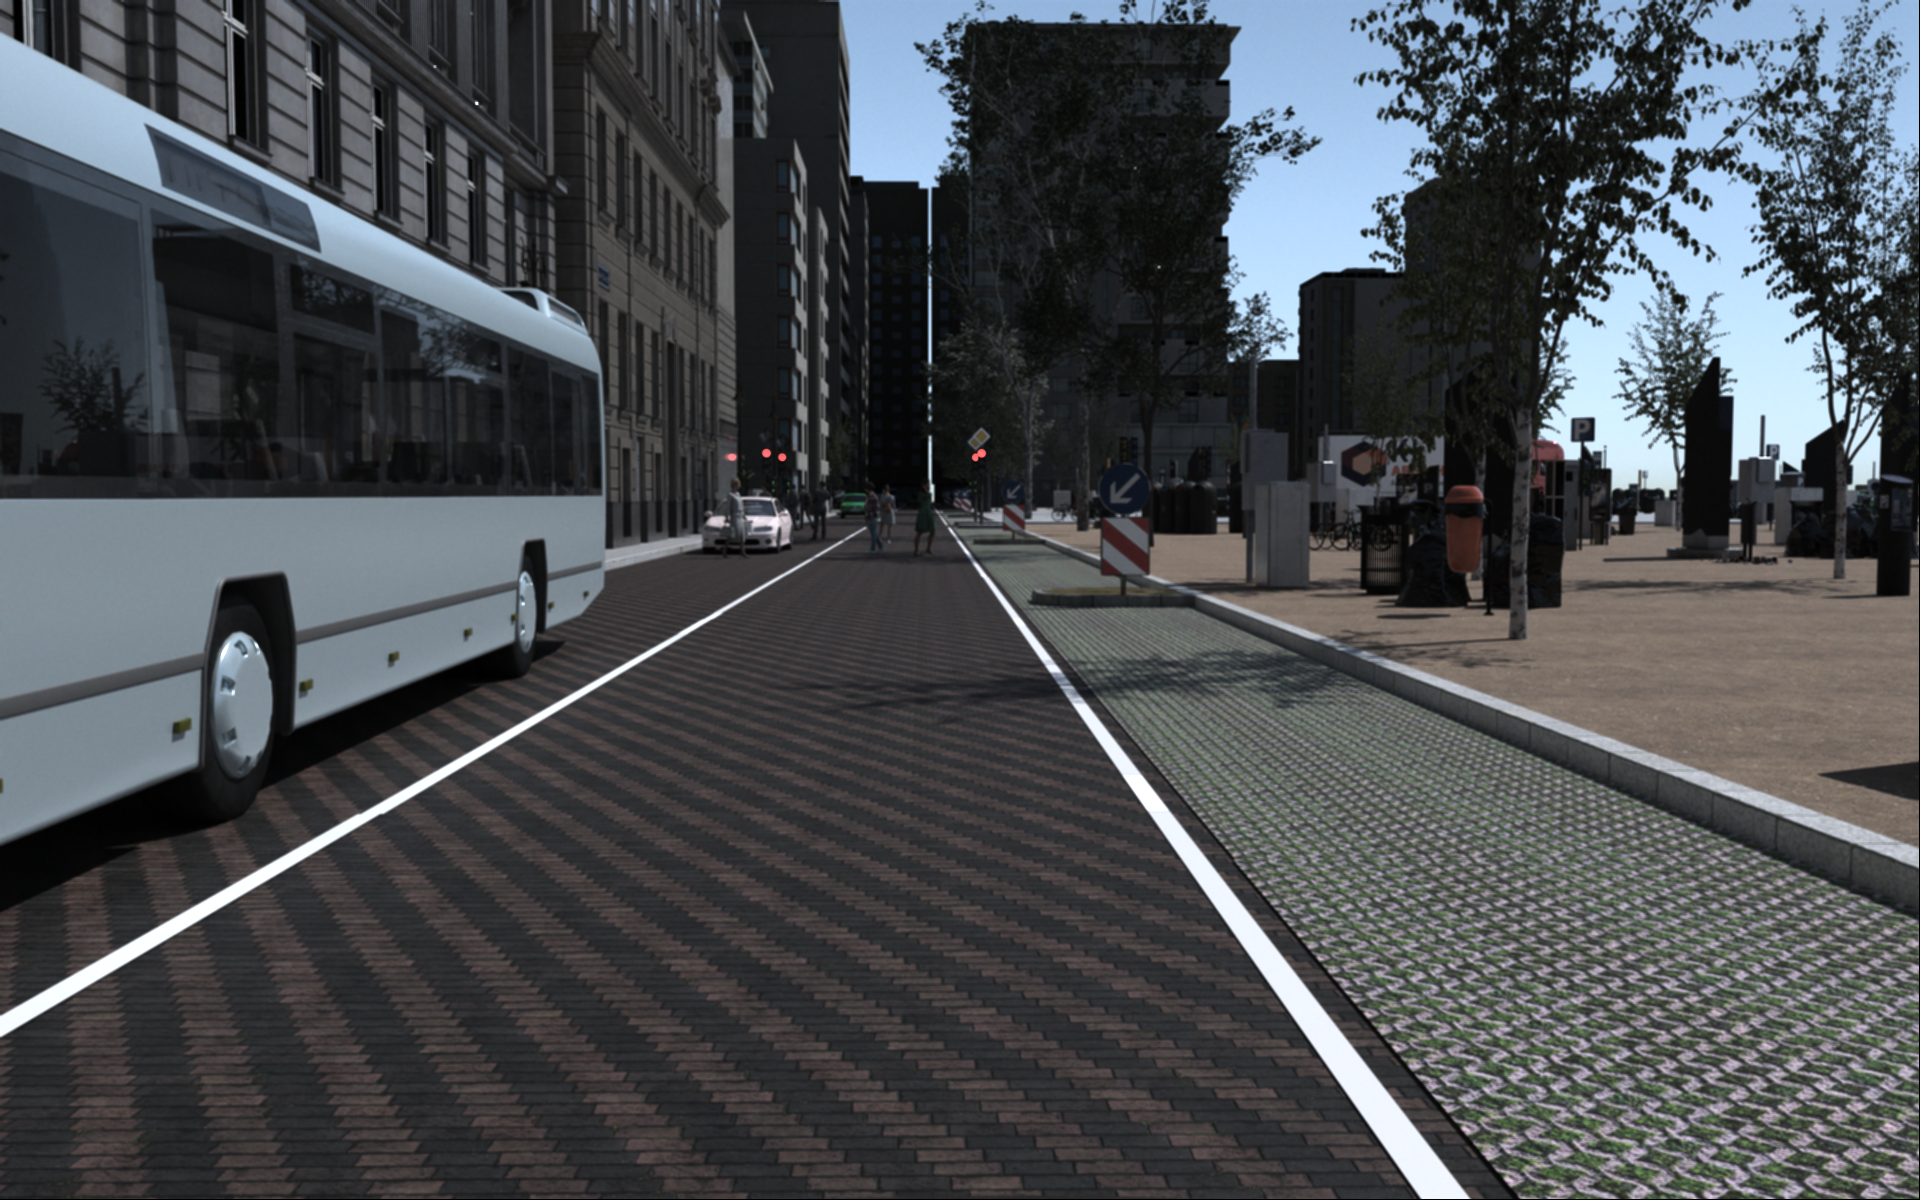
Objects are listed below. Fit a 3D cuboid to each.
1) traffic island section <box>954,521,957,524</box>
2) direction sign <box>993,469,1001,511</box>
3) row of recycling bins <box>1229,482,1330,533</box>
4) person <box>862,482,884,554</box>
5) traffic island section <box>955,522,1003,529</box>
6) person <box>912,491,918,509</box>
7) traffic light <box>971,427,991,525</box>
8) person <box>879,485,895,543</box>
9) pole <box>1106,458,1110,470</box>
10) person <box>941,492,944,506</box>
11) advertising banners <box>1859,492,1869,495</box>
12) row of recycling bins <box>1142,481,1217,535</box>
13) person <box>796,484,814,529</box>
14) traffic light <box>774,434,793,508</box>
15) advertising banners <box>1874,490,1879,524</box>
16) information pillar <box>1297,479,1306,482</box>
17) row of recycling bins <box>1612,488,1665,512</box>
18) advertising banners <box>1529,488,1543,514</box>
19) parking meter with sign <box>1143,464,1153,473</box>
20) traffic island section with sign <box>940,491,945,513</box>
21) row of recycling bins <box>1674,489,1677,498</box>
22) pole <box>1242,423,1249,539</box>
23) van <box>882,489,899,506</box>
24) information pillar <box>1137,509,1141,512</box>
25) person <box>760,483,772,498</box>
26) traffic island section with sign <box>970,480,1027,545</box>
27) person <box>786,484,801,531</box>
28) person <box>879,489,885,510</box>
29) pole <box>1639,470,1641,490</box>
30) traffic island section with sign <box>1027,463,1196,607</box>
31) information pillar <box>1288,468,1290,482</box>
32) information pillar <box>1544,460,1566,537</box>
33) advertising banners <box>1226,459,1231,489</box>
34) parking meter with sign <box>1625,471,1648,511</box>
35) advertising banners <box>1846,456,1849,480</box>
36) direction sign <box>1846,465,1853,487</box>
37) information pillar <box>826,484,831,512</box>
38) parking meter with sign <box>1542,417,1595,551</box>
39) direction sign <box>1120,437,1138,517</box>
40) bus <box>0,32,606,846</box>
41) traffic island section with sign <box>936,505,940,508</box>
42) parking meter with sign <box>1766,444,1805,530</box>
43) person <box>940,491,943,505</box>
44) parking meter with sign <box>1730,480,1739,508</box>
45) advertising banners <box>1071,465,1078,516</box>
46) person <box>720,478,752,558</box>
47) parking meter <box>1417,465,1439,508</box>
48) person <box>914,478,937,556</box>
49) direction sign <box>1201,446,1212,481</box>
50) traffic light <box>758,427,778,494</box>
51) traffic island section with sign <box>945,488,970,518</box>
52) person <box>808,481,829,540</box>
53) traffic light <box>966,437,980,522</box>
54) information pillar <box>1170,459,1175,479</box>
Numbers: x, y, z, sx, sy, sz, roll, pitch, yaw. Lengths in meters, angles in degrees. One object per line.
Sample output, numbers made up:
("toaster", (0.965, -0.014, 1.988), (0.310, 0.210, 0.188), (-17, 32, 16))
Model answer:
("traffic island section", (0.753, -3.568, 80.620), (2.009, 0.180, 2.903), (0, 4, -1))
("direction sign", (2.810, -8.545, 131.711), (0.876, 3.537, 0.379), (-3, 5, -42))
("row of recycling bins", (10.648, -3.079, 57.448), (3.534, 1.692, 1.069), (-1, 4, -16))
("person", (-2.083, -1.977, 41.655), (0.643, 1.720, 0.563), (-1, 4, -18))
("traffic island section", (0.919, -3.080, 72.637), (2.009, 0.180, 2.903), (0, 4, -1))
("person", (-4.206, -9.446, 163.765), (0.721, 1.723, 1.217), (2, 4, 33))
("traffic light", (0.879, -5.113, 72.522), (0.839, 4.253, 0.868), (0, 4, -1))
("person", (-2.140, -2.518, 50.680), (0.512, 1.701, 0.522), (-1, 4, -14))
("pole", (8.407, -6.389, 98.302), (0.158, 3.312, 0.155), (0, 3, 0))
("person", (-1.985, -11.372, 195.364), (0.436, 1.711, 0.756), (0, 4, 6))
("advertising banners", (49.778, -5.971, 93.812), (2.074, 3.025, 0.090), (1, 4, 18))
("row of recycling bins", (7.133, -3.011, 56.347), (1.069, 1.692, 3.534), (-2, 4, -29))
("person", (-6.354, -3.804, 70.656), (0.622, 1.834, 0.822), (-3, 4, -38))
("traffic light", (-8.196, -5.589, 80.306), (0.839, 4.253, 0.868), (0, 4, -1))
("advertising banners", (32.538, -3.964, 61.003), (0.090, 3.025, 2.074), (1, 4, 13))
("information pillar", (16.759, -4.925, 85.021), (0.304, 2.012, 0.304), (-2, 4, -34))
("row of recycling bins", (48.354, -7.121, 123.547), (3.534, 1.692, 1.069), (1, 4, 11))
("advertising banners", (36.909, -7.142, 112.962), (2.074, 3.025, 0.090), (0, 4, -7))
("parking meter with sign", (10.797, -6.341, 99.934), (0.543, 3.016, 1.738), (0, 4, 2))
("traffic island section with sign", (-0.315, -7.576, 132.488), (1.989, 1.847, 2.006), (0, 4, -1))
("row of recycling bins", (64.624, -8.918, 152.927), (3.534, 1.692, 1.069), (1, 4, 13))
("pole", (8.239, -3.428, 49.892), (0.158, 3.312, 0.155), (0, 3, 0))
("van", (-8.279, -12.255, 204.755), (2.240, 2.365, 5.245), (0, 4, -1))
("information pillar", (12.763, -7.288, 123.658), (0.304, 2.012, 0.304), (1, 4, 17))
("person", (-6.512, -2.956, 57.169), (0.599, 1.781, 0.374), (1, 4, 22))
("traffic island section with sign", (1.393, -2.508, 49.635), (1.989, 1.847, 2.006), (0, 4, -1))
("person", (-6.508, -3.614, 67.684), (0.679, 1.850, 0.850), (3, 5, 43))
("person", (-5.202, -6.685, 118.292), (0.782, 1.767, 0.515), (2, 4, 28))
("pole", (57.748, -9.377, 147.156), (0.158, 3.312, 0.155), (0, 3, 0))
("traffic island section with sign", (1.961, -0.860, 22.686), (1.989, 1.847, 2.006), (0, 4, -1))
("information pillar", (26.994, -9.244, 142.501), (0.183, 3.616, 0.504), (-1, 4, -22))
("information pillar", (12.722, -1.991, 37.047), (0.304, 2.012, 0.304), (-1, 4, -19))
("advertising banners", (13.576, -5.462, 85.498), (0.090, 3.025, 2.074), (-1, 4, -16))
("parking meter with sign", (50.904, -8.224, 130.729), (0.543, 3.016, 1.738), (-3, 5, -41))
("advertising banners", (41.031, -5.224, 81.606), (0.090, 3.025, 2.074), (-1, 4, -16))
("direction sign", (74.601, -9.399, 145.670), (0.876, 3.537, 0.379), (-1, 4, -23))
("information pillar", (-9.432, -7.311, 124.023), (0.304, 2.012, 0.304), (-1, 4, -17))
("parking meter with sign", (13.569, -2.619, 39.082), (1.738, 3.016, 0.543), (-3, 4, -39))
("direction sign", (6.706, -4.703, 68.894), (0.876, 3.537, 0.379), (-2, 4, -31))
("bus", (-4.489, -0.945, 10.318), (2.948, 3.499, 13.247), (0, 4, -2))
("traffic island section with sign", (-1.361, -10.651, 182.779), (1.989, 1.847, 2.006), (0, 4, -1))
("parking meter with sign", (28.925, -3.911, 60.208), (0.543, 3.016, 1.738), (-2, 4, -25))
("person", (-2.154, -12.906, 219.647), (1.348, 1.807, 0.705), (-3, 5, -44))
("parking meter with sign", (42.200, -6.021, 94.704), (1.738, 3.016, 0.543), (2, 4, 33))
("advertising banners", (6.762, -6.408, 100.966), (0.090, 3.025, 2.074), (1, 4, 12))
("person", (-5.054, -1.839, 38.915), (0.624, 1.780, 0.694), (3, 4, 38))
("parking meter", (9.413, -1.782, 34.845), (0.399, 1.863, 0.255), (1, 4, 22))
("person", (-0.819, -1.929, 40.290), (0.529, 1.795, 0.600), (1, 4, 15))
("direction sign", (11.725, -5.531, 82.432), (0.379, 3.537, 0.876), (-1, 4, -22))
("traffic light", (-8.030, -5.101, 72.322), (0.839, 4.253, 0.868), (0, 4, -1))
("traffic island section with sign", (0.247, -5.907, 105.214), (1.989, 1.847, 2.006), (0, 4, -1))
("person", (-4.431, -2.808, 54.222), (0.655, 1.846, 0.447), (-2, 4, -32))
("traffic light", (0.713, -5.602, 80.506), (0.839, 4.253, 0.868), (0, 4, -1))
("information pillar", (14.227, -7.592, 115.481), (0.504, 3.616, 0.183), (1, 4, 13))
